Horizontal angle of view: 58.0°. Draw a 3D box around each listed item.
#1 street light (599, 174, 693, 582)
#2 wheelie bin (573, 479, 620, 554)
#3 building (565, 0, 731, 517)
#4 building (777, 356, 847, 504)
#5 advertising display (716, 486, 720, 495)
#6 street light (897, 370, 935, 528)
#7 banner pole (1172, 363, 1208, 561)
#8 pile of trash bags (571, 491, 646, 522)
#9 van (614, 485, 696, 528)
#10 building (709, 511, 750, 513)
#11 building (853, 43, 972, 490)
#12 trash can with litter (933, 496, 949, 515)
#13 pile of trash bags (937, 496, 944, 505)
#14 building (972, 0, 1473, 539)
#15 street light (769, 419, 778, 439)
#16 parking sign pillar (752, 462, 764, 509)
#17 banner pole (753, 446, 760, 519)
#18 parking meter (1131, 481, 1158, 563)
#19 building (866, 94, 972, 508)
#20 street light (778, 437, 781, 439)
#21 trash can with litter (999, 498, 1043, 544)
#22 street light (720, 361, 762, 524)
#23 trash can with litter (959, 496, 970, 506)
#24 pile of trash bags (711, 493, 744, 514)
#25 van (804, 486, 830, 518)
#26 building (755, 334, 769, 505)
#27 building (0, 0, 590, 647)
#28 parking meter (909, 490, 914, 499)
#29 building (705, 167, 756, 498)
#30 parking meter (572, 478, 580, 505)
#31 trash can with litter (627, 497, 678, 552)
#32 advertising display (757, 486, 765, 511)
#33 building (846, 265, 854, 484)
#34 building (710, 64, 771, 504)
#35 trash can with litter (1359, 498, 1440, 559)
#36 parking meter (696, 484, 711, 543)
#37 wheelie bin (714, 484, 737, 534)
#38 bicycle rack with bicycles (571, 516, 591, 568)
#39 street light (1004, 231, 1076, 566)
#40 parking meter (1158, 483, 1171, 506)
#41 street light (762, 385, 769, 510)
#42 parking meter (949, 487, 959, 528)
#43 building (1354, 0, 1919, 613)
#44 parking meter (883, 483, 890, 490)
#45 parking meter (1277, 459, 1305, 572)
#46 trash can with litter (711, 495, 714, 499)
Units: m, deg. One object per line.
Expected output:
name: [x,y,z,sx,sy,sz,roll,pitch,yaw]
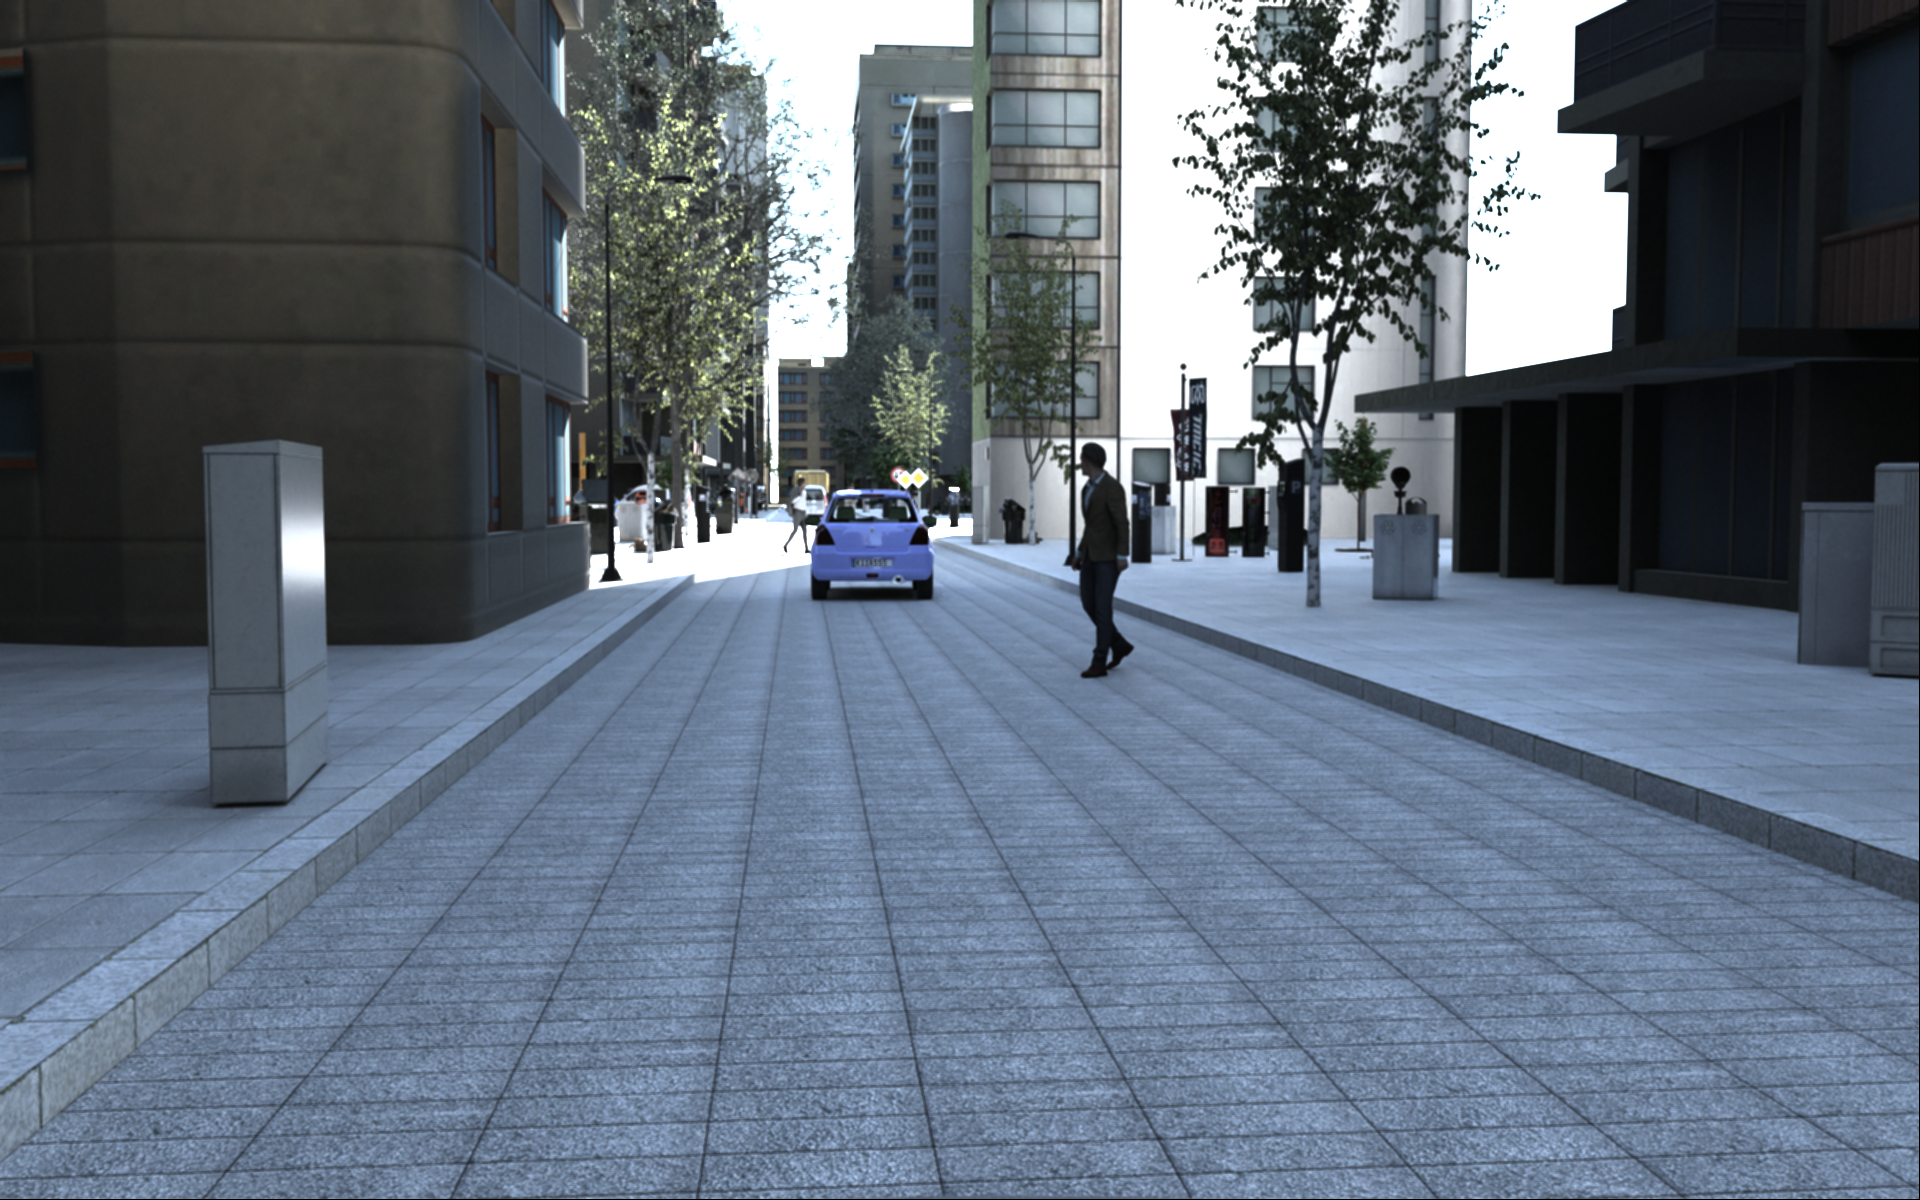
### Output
street light: [-4.577,-3.226,25.283,1.470,5.913,1.316,0,4,-5]
wheelie bin: [-7.805,-1.783,37.065,0.980,1.594,0.693,-2,4,-30]
building: [-23.368,-26.559,88.860,22.147,44.769,28.867,0,4,-5]
building: [-11.413,-24.622,247.616,28.899,21.520,27.650,0,4,-5]
advertising display: [-20.091,-8.573,145.375,0.974,1.923,0.123,3,4,36]
street light: [-1.641,-5.654,64.984,1.470,5.913,1.316,0,4,-5]
banner pole: [4.413,-2.632,33.050,0.401,3.779,0.863,-3,4,-38]
pile of trash bags: [-11.305,-2.715,54.136,3.447,1.369,1.912,-1,4,-11]
van: [-12.753,-3.841,69.809,4.112,2.044,2.013,0,4,-4]
building: [-31.479,-26.461,124.516,32.217,40.220,23.993,0,4,-5]
building: [-0.394,-34.313,184.717,21.300,48.544,21.600,0,4,-5]
trash can with litter: [-1.103,-5.681,104.269,1.055,1.170,0.624,-1,4,-12]
pile of trash bags: [-0.853,-8.446,147.846,1.912,1.369,3.447,1,4,16]
building: [7.208,-22.727,55.177,14.154,41.232,14.086,0,4,-5]
street light: [-12.186,-8.243,107.317,1.470,5.913,1.316,0,4,-5]
parking sign pillar: [-17.082,-9.552,144.648,1.447,3.967,1.447,0,4,4]
banner pole: [-10.715,-6.175,90.973,0.401,3.779,0.863,0,4,-8]
parking meter: [3.389,-1.463,32.339,0.372,1.533,0.369,0,3,0]
building: [7.457,-28.782,162.462,32.217,40.220,23.993,0,4,-5]
street light: [-15.360,-10.366,142.027,1.470,5.913,1.316,0,4,-5]
trash can with litter: [1.576,-2.042,44.766,1.055,1.170,0.624,-2,4,-27]
street light: [-7.717,-5.348,59.978,1.470,5.913,1.316,0,4,-5]
trash can with litter: [0.192,-7.392,132.239,1.055,1.170,0.624,-1,4,-14]
pile of trash bags: [-15.408,-6.179,110.786,3.447,1.369,1.912,1,4,16]
van: [-7.670,-5.072,89.935,2.013,2.044,4.112,0,4,-4]
building: [-37.860,-22.221,208.348,28.899,21.520,27.650,0,4,-5]
building: [-17.493,-9.930,7.397,27.650,21.520,28.899,0,4,-5]
parking meter: [-3.115,-6.412,113.242,0.372,1.533,0.369,0,3,0]
building: [-25.601,-23.455,155.198,14.160,30.474,14.107,0,4,-5]
parking meter: [-13.624,-3.435,61.878,0.255,1.863,0.399,2,4,32]
trash can with litter: [-6.861,-1.669,38.679,1.055,1.170,0.624,-2,4,-25]
advertising display: [-15.577,-7.929,134.854,0.974,1.923,0.123,-2,4,-32]
building: [-7.238,-27.233,216.955,14.160,30.474,14.107,0,4,-5]
building: [-40.520,-42.698,240.118,28.212,58.520,21.231,0,4,-5]
trash can with litter: [8.868,-1.471,35.114,2.233,1.210,1.678,-2,4,-28]
parking meter: [-6.738,-2.268,45.490,0.372,1.533,0.369,0,3,0]
wheelie bin: [-7.543,-2.920,55.652,0.693,1.594,0.980,0,4,-2]
bicycle rack with bicycles: [-7.319,-0.940,28.759,2.852,0.926,2.925,0,4,-3]
street light: [1.479,-3.566,30.850,1.470,5.913,1.316,0,4,-5]
parking meter: [4.649,-1.921,39.815,0.372,1.533,0.369,0,3,0]
street light: [-8.957,-6.160,73.257,1.470,5.913,1.316,0,4,-5]
parking meter: [-0.217,-3.530,66.119,0.372,1.533,0.369,0,3,0]
building: [18.880,-22.086,15.731,22.147,44.769,28.867,0,4,-5]
parking meter: [-3.917,-5.240,91.379,0.399,1.863,0.255,0,4,-6]
parking meter: [5.445,-1.395,28.521,0.399,1.863,0.255,-1,4,-22]
trash can with litter: [-20.701,-8.027,142.633,1.055,1.170,0.624,1,4,19]
